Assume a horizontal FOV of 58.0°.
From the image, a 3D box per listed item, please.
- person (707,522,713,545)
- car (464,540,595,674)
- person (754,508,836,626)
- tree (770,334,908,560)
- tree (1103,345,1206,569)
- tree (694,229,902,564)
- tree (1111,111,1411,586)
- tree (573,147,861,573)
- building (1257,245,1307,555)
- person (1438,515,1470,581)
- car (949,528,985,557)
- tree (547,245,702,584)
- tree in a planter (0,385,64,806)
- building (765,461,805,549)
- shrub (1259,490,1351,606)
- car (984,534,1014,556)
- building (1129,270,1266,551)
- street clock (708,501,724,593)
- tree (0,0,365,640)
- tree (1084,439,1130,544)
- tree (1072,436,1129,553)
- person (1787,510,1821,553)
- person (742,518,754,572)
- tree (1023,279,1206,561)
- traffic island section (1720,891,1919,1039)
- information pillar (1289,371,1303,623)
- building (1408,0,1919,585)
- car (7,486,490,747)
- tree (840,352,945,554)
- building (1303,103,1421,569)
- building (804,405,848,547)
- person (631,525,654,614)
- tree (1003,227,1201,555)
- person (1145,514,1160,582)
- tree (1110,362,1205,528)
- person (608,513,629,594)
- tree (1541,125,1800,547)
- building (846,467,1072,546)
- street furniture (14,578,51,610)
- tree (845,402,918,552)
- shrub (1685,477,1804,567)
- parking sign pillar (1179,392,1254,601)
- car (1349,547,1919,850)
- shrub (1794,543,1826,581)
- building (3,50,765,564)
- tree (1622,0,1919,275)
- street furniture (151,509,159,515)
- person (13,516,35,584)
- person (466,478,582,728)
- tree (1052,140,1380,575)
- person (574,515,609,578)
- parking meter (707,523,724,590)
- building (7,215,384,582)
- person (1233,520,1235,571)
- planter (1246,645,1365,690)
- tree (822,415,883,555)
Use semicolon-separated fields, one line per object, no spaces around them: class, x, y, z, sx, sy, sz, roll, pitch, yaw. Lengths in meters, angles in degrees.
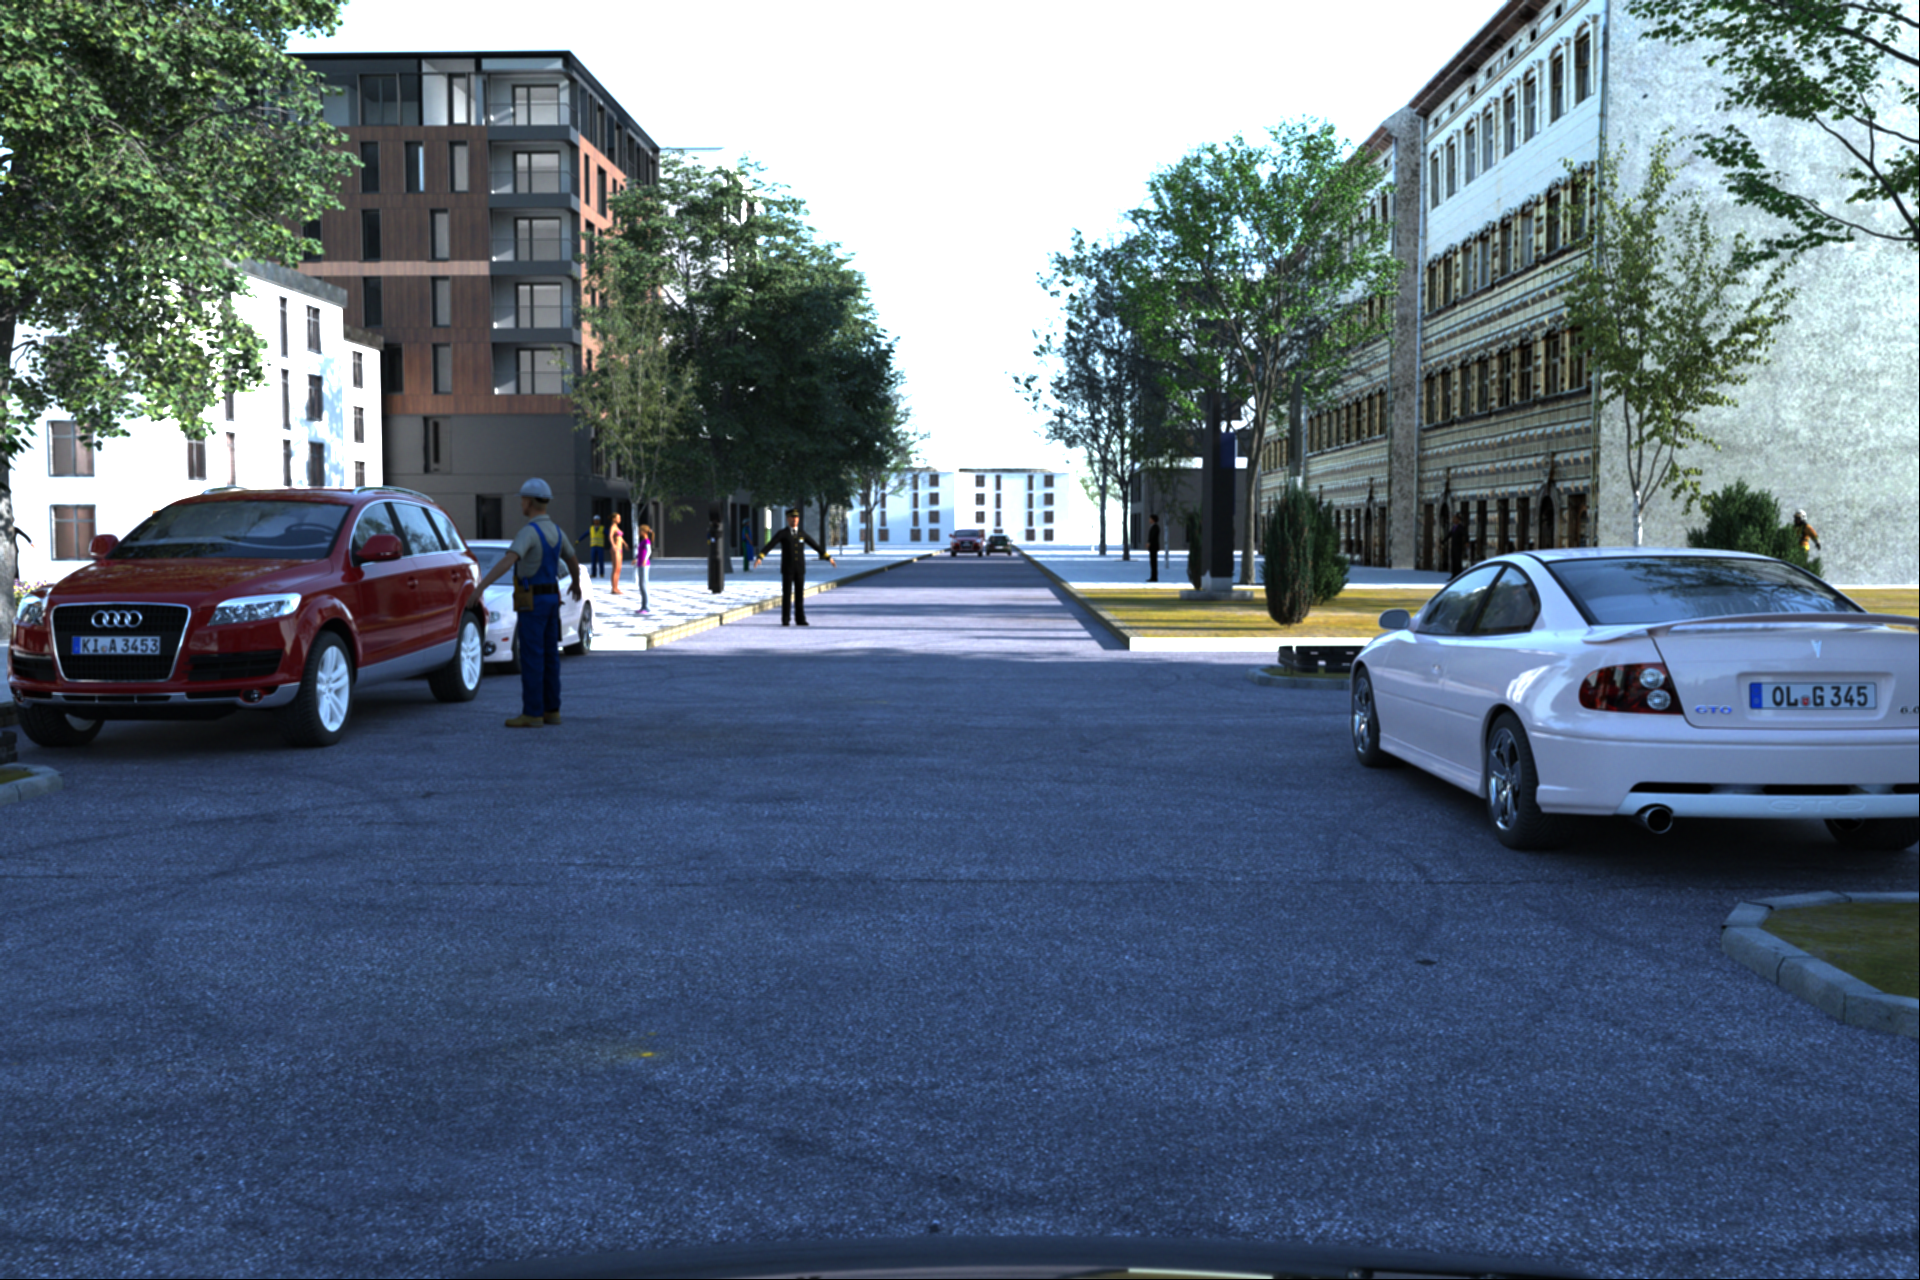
person;-7.955;-3.070;56.652;0.721;1.772;1.216;1;4;18
car;-5.361;-0.421;19.239;2.083;1.381;4.827;0;4;1
person;-2.597;-1.141;27.049;1.347;1.837;0.705;-2;4;-25
tree;-6.673;-9.779;85.637;9.928;11.665;9.643;0;3;0
tree;7.840;-6.969;64.303;4.360;8.622;3.978;0;3;0
tree;-6.945;-10.216;73.692;9.857;13.997;8.962;0;3;0
tree;7.358;-7.171;43.004;9.928;11.665;9.643;0;3;0
tree;-7.879;-9.156;56.358;9.857;13.997;8.962;0;3;0
building;27.455;-16.274;97.000;19.493;23.208;18.063;0;4;1
person;13.445;-2.492;46.974;0.704;1.802;1.346;-1;4;-19
car;0.453;-6.262;111.052;2.281;1.827;5.304;0;4;1
tree;-8.327;-5.766;44.638;4.360;8.622;3.978;0;3;0
tree in a planter;-6.037;-0.731;9.174;1.991;3.239;1.994;0;4;1
building;-23.317;-17.077;145.665;16.747;18.905;31.486;0;4;2
shrub;6.215;-1.660;31.178;1.661;2.075;1.752;0;3;0
car;2.601;-6.512;116.259;2.009;1.686;4.222;0;4;1
building;28.520;-18.733;150.260;27.936;21.610;32.646;0;4;1
street clock;-5.261;-2.009;37.411;0.358;2.002;0.471;0;4;2
tree;-11.943;-6.977;20.725;9.857;13.997;8.962;0;3;0
tree;20.539;-18.868;218.866;12.009;13.543;11.850;0;3;0
tree;9.091;-10.398;120.366;4.360;8.622;3.978;0;3;0
person;20.147;-2.193;41.621;0.705;1.858;1.354;-1;4;-23
person;-7.124;-3.184;58.178;0.704;1.817;1.347;-1;4;-12
tree;7.969;-10.593;83.564;12.009;13.543;11.850;0;3;0
traffic island section;3.595;1.060;5.538;1.991;0.108;1.994;0;4;1
information pillar;4.861;-2.068;25.174;0.183;3.616;0.504;0;4;0
building;25.272;-13.502;51.680;19.493;23.208;18.063;0;4;1
car;-5.211;-0.287;13.360;2.281;1.827;5.304;0;4;1
tree;-6.035;-12.480;114.412;12.009;13.543;11.850;0;3;0
building;25.394;-14.779;72.571;19.493;23.208;18.063;0;4;1
building;-22.119;-21.643;184.784;19.493;23.208;18.063;0;4;2
person;-5.167;-1.144;27.963;0.599;1.433;0.991;-1;4;-21
tree;8.894;-15.282;105.742;12.611;20.169;13.585;0;3;0
person;5.181;-2.470;46.579;0.705;1.806;1.347;1;4;13
tree;7.672;-7.335;70.295;4.360;8.622;3.978;0;3;0
person;-7.270;-1.847;37.003;0.721;1.733;1.217;0;4;3
tree;12.614;-4.968;31.594;4.737;8.622;4.395;0;3;0
building;-0.147;-16.607;216.126;28.070;9.664;9.099;0;4;4
street furniture;-14.882;-0.973;22.761;11.010;1.723;9.812;-2;4;-29
tree;-6.548;-12.252;126.076;9.928;11.665;9.643;0;3;0
shrub;10.856;-1.228;24.116;1.661;2.075;1.752;0;3;0
parking sign pillar;4.986;-2.757;33.549;1.447;3.967;1.447;0;4;-1
car;3.399;0.191;9.235;2.083;1.381;4.827;0;3;0
shrub;12.550;-0.922;26.200;1.383;1.207;1.383;0;3;0
building;-26.429;-15.057;90.164;27.936;21.610;32.646;0;4;2
tree;9.920;-5.527;16.123;9.928;11.665;9.643;0;3;0
street furniture;-14.989;-1.736;35.232;11.010;1.723;9.812;-2;4;-25
person;-22.222;-2.063;40.453;1.216;1.740;0.721;0;4;-5
person;-3.183;-0.284;12.956;0.705;1.847;1.347;1;4;22
tree;7.975;-8.785;53.998;12.009;13.543;11.850;0;3;0
person;-10.706;-2.760;51.094;1.349;1.833;0.705;0;4;6
parking meter;-5.589;-1.910;39.645;0.372;1.533;0.369;0;3;0
building;-25.593;-7.193;59.761;9.099;9.664;28.070;0;4;1
person;9.261;-3.261;59.445;0.705;1.813;1.348;1;4;13
planter;3.840;0.260;16.893;1.991;0.319;1.994;0;4;1
tree;-7.335;-9.381;103.742;4.360;8.622;3.978;0;3;0
